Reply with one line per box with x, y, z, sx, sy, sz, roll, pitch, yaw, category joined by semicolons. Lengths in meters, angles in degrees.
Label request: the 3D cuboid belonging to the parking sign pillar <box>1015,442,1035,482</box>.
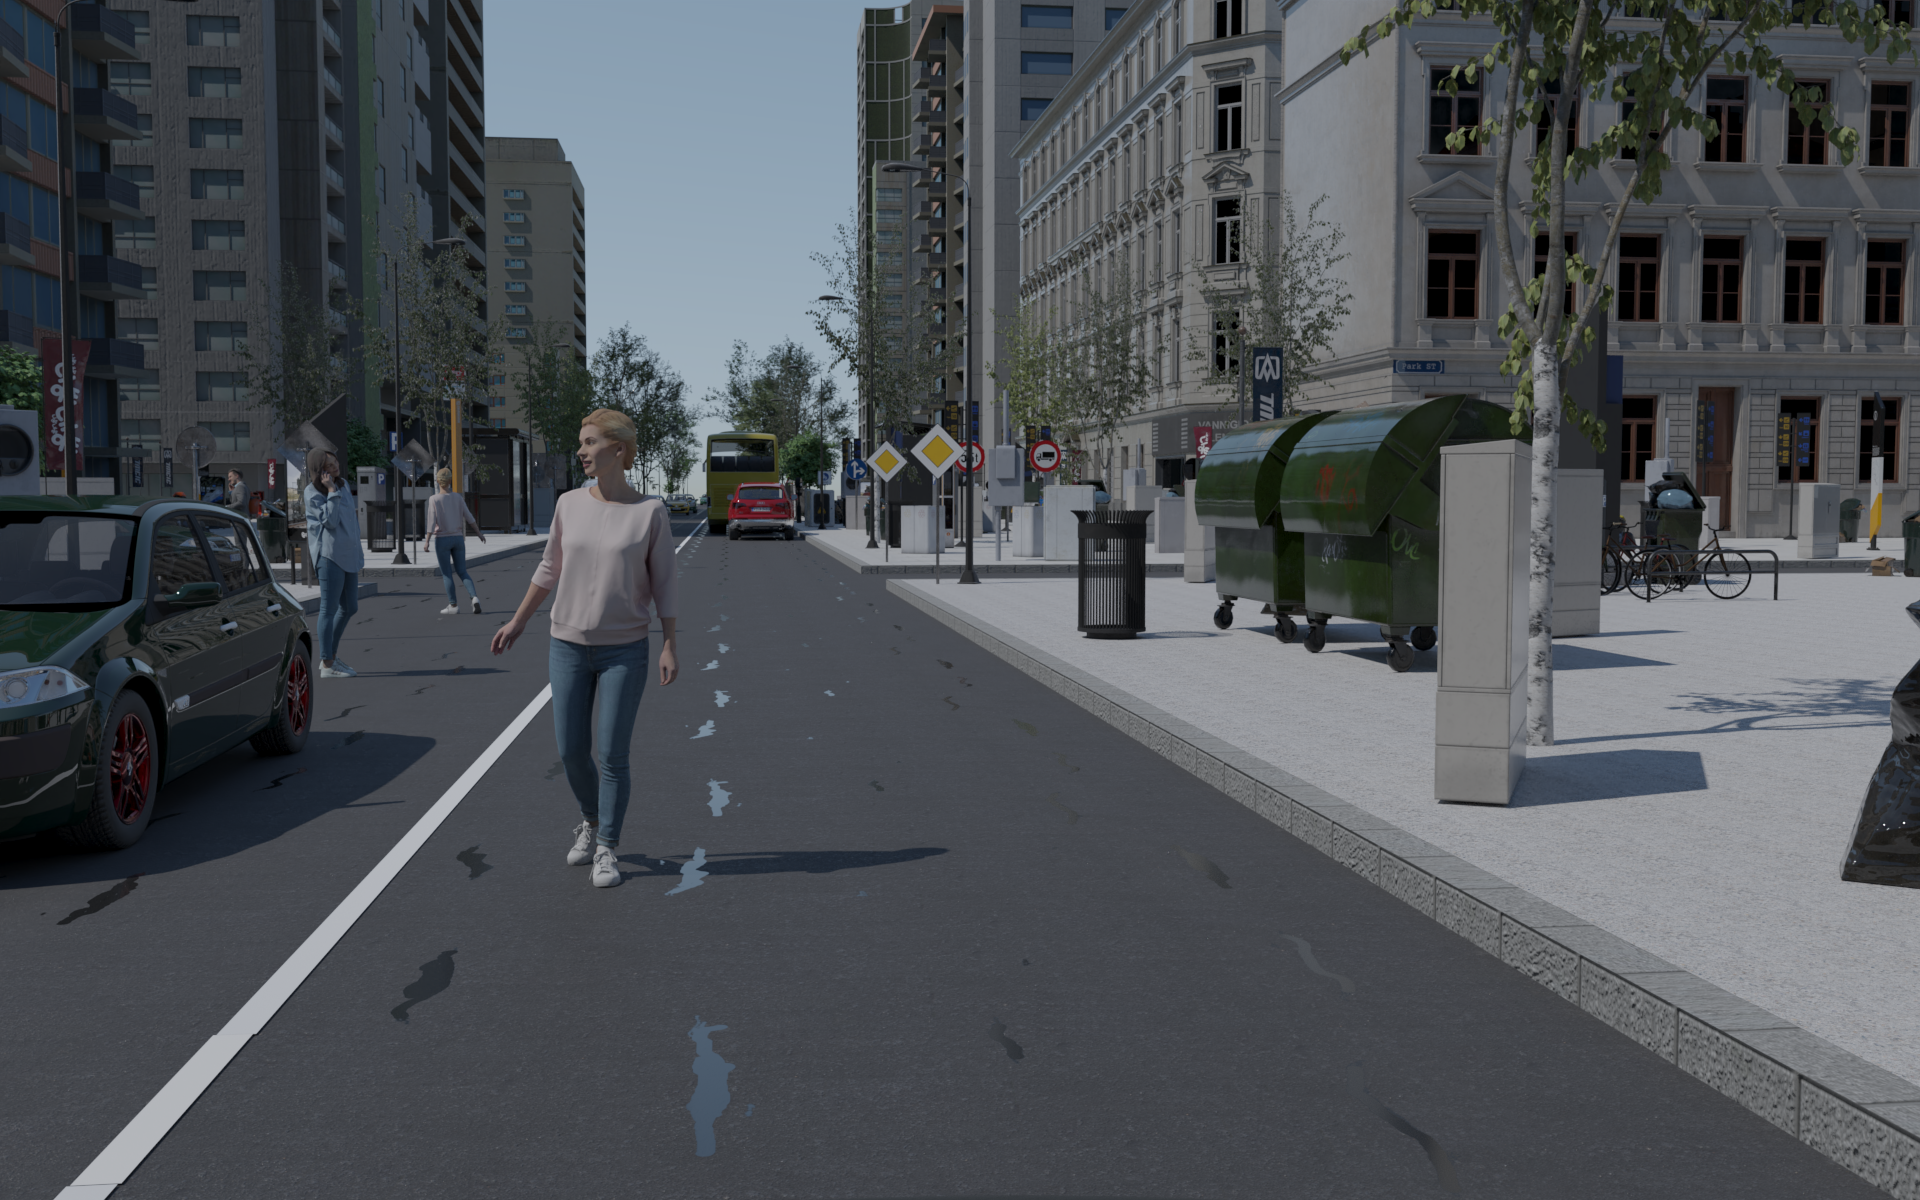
3.526;-6.202;89.875;1.447;3.967;1.447;-1;4;-17;parking sign pillar

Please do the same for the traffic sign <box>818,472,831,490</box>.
-6.044;-4.609;77.480;0.606;2.300;0.079;0;4;-5;traffic sign

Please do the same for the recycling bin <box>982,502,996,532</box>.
0.932;-2.803;58.377;0.722;1.027;0.722;2;4;24;recycling bin

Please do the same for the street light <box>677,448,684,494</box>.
-28.749;-12.311;173.820;1.470;5.913;1.316;0;4;-8;street light

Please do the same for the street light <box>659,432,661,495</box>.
-22.809;-9.583;129.224;1.470;5.913;1.316;0;4;-8;street light

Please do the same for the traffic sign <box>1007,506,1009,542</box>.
1.291;-2.727;46.716;0.606;2.300;0.079;0;4;-7;traffic sign

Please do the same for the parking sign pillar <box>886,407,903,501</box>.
-1.949;-3.829;51.077;1.447;3.967;1.447;0;3;0;parking sign pillar

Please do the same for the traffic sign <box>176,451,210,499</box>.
-15.103;-2.086;34.210;0.768;2.556;0.104;0;4;1;traffic sign

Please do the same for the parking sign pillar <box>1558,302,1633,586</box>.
8.869;-2.217;24.718;1.447;3.967;1.447;-1;4;-14;parking sign pillar

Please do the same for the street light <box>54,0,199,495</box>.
-7.659;-2.654;15.941;1.470;5.913;1.316;0;4;-8;street light

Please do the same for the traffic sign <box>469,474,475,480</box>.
-17.890;-3.914;64.103;0.768;2.556;0.104;0;4;-1;traffic sign

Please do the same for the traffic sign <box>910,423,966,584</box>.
-0.320;-1.282;24.610;0.795;2.450;0.064;0;4;-8;traffic sign

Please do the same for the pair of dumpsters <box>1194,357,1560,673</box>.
3.301;-0.730;14.432;1.574;2.255;4.437;0;4;-8;pair of dumpsters

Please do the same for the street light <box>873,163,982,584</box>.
-0.404;-3.181;24.544;1.470;5.913;1.316;0;4;-8;street light

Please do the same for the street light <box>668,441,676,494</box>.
-25.819;-10.965;151.811;1.470;5.913;1.316;0;4;-8;street light

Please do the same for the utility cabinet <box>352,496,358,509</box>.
-21.512;-3.088;61.655;0.306;1.237;1.020;3;5;40;utility cabinet

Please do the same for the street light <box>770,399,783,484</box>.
-8.549;-6.862;84.736;1.470;5.913;1.316;0;4;-8;street light

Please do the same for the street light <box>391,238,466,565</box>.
-9.671;-3.609;31.540;1.470;5.913;1.316;0;4;-8;street light

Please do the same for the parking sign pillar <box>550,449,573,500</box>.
-23.821;-7.040;103.576;1.447;3.967;1.447;-3;5;-43;parking sign pillar

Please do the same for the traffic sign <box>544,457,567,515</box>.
-13.854;-3.620;59.290;0.768;2.556;0.104;0;4;-7;traffic sign

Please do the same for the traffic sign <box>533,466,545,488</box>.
-19.400;-4.848;79.373;0.768;2.556;0.104;0;4;-2;traffic sign

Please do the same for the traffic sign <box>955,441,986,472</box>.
0.225;-2.523;41.353;0.768;2.556;0.104;0;4;-2;traffic sign

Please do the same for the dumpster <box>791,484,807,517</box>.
-8.955;-5.442;94.737;1.264;1.857;1.865;0;4;-8;dumpster

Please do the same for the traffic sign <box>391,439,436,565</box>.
-9.899;-1.698;31.411;0.795;2.450;0.064;0;4;-8;traffic sign

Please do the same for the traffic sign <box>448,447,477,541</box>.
-13.468;-2.865;46.949;0.768;2.556;0.104;0;4;-7;traffic sign

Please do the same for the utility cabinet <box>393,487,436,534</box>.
-17.517;-2.866;55.535;1.173;1.500;0.318;-1;4;-9;utility cabinet

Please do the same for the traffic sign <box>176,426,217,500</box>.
-14.279;-1.974;32.387;0.768;2.556;0.104;0;4;2;traffic sign

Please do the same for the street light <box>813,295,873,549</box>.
-2.604;-4.166;40.647;1.470;5.913;1.316;0;4;-8;street light

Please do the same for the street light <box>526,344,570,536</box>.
-12.725;-4.954;53.533;1.470;5.913;1.316;0;4;-8;street light

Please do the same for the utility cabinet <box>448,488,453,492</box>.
-18.401;-3.263;62.036;1.173;1.500;0.318;0;4;4;utility cabinet

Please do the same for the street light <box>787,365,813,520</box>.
-5.544;-5.512;62.655;1.470;5.913;1.316;0;4;-8;street light

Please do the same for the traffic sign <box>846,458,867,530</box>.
-3.709;-3.791;62.087;0.768;2.556;0.104;0;4;-7;traffic sign

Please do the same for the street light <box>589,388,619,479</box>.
-15.686;-6.337;76.152;1.470;5.913;1.316;0;4;-8;street light

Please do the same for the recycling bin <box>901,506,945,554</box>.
-0.796;-1.521;37.418;0.722;1.027;0.722;2;4;30;recycling bin

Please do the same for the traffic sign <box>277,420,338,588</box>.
-8.841;-1.214;23.496;0.795;2.450;0.064;0;4;-8;traffic sign

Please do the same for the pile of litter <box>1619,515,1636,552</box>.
14.410;-1.514;38.724;1.719;0.858;1.176;-2;4;-24;pile of litter

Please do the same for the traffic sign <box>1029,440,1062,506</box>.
1.998;-2.479;40.644;0.768;2.556;0.104;0;4;-7;traffic sign

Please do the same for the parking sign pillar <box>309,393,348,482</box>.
-16.850;-3.509;45.837;1.447;3.967;1.447;2;4;27;parking sign pillar

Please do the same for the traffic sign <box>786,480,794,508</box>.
-8.910;-5.662;92.579;0.884;2.594;0.081;0;4;-7;traffic sign

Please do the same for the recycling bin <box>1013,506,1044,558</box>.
1.555;-1.399;35.429;0.722;1.027;0.722;-2;4;-33;recycling bin

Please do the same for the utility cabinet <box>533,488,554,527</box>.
-16.041;-3.516;66.164;1.173;1.500;0.318;2;4;25;utility cabinet

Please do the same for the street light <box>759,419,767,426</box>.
-11.512;-8.221;106.952;1.470;5.913;1.316;0;4;-8;street light

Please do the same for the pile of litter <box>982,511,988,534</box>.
0.307;-2.613;56.684;1.176;0.858;1.719;0;4;-4;pile of litter

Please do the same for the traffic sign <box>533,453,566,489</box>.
-20.571;-5.604;85.499;2.265;3.308;0.079;0;3;0;traffic sign

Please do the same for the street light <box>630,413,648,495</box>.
-18.883;-7.771;99.598;1.470;5.913;1.316;0;4;-8;street light

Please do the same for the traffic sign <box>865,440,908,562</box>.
-1.377;-1.767;32.525;0.795;2.450;0.064;0;4;-8;traffic sign
